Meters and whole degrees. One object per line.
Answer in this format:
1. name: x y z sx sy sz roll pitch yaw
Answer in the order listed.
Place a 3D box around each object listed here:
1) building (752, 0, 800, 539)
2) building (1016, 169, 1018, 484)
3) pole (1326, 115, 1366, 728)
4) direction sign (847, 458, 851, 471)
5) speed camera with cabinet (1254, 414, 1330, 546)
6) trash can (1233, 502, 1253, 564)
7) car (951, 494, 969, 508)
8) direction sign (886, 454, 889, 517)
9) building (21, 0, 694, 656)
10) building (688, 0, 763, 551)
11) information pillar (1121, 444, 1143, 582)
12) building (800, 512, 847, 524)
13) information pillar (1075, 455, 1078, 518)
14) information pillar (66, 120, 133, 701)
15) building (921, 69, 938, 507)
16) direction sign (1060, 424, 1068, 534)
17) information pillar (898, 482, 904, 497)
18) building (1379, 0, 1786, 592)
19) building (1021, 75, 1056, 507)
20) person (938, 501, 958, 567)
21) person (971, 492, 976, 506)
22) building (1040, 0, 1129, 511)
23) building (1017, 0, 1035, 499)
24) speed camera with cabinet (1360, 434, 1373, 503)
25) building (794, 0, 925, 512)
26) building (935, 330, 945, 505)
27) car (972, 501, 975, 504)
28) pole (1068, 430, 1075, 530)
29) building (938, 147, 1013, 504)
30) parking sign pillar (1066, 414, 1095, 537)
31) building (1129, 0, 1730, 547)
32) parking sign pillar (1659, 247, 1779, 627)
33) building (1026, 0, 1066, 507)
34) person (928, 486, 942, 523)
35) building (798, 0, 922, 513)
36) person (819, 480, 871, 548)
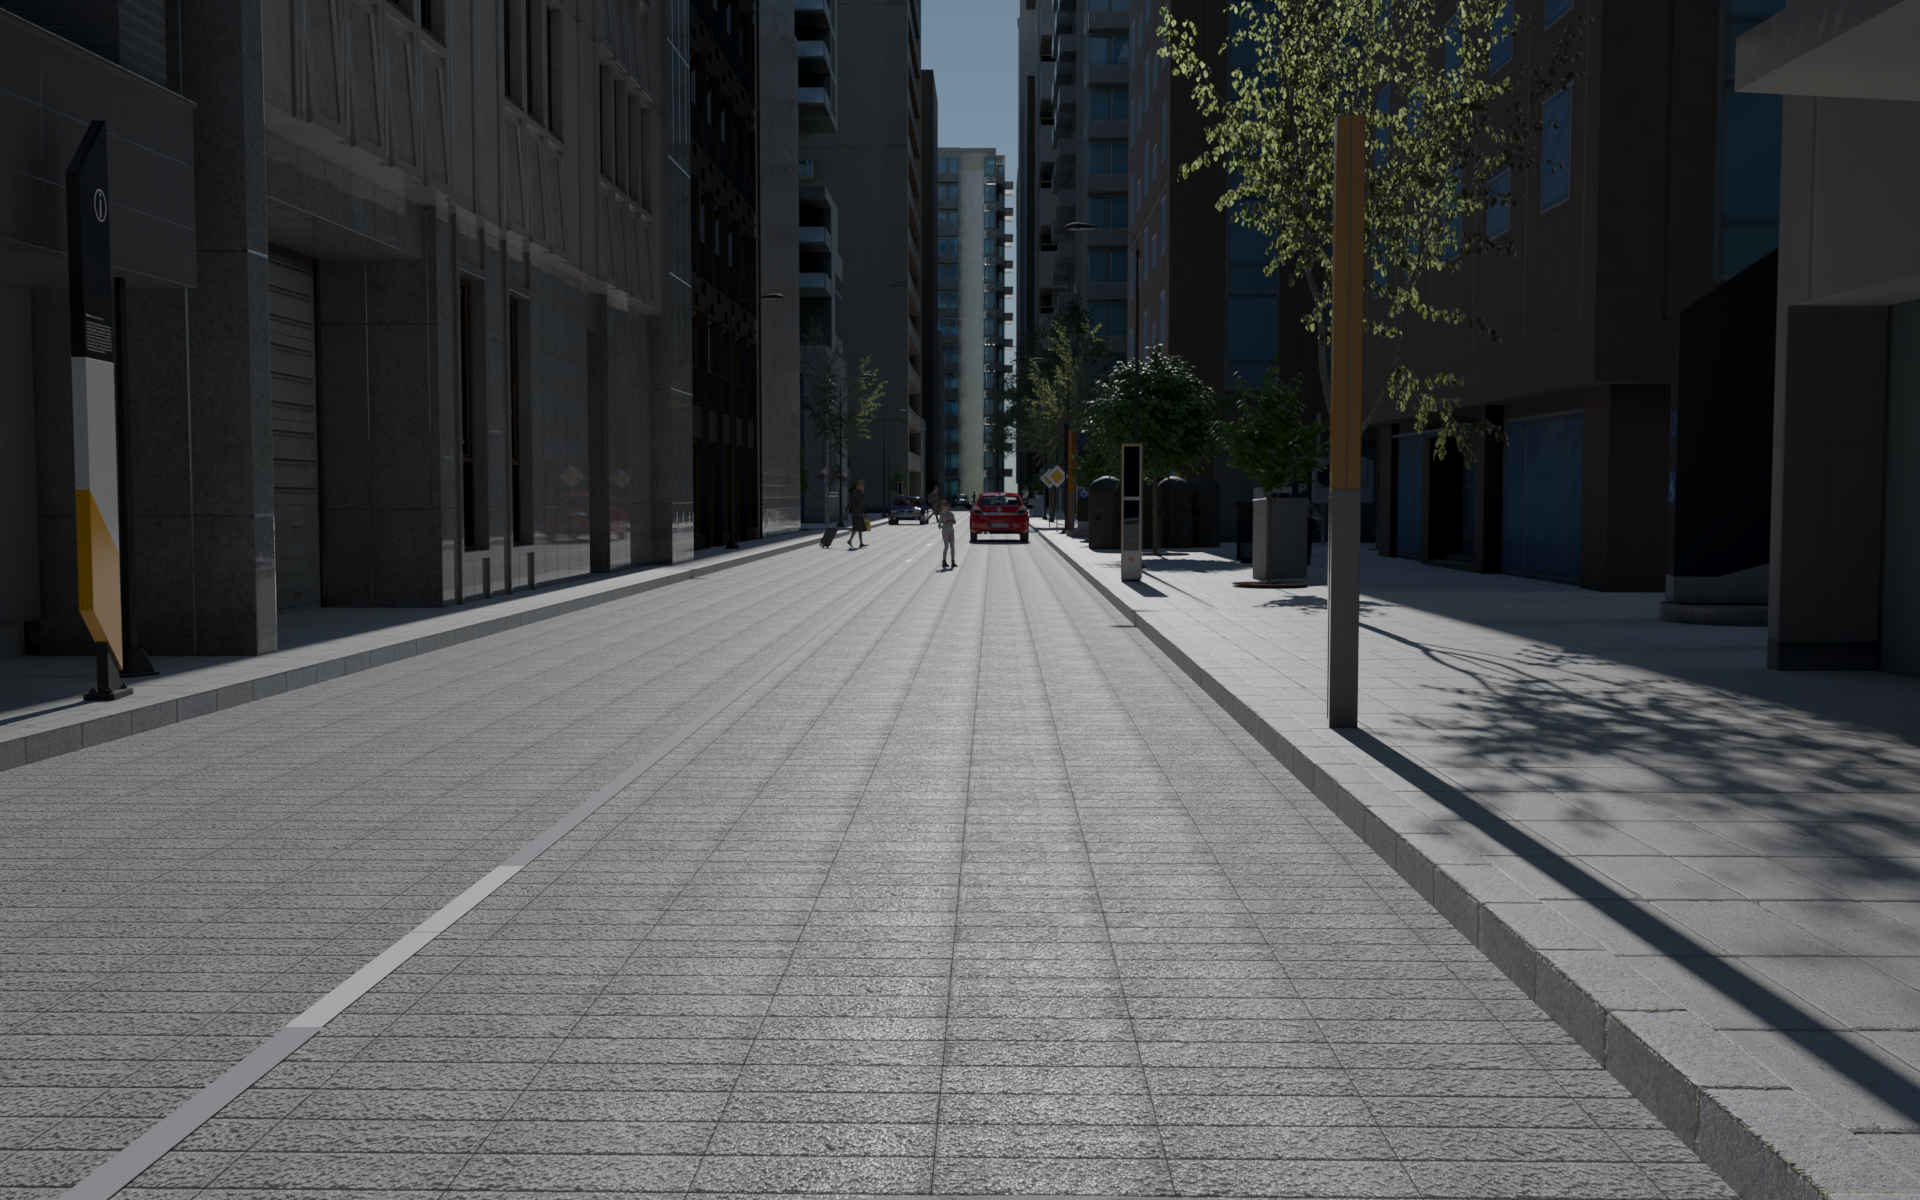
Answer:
1. building: -13.981 -12.171 53.748 16.860 20.320 10.420 0 4 1
2. building: 14.675 -35.584 231.914 14.200 45.320 14.600 0 4 1
3. pole: 2.110 -0.956 9.472 0.158 3.312 0.155 0 3 0
4. direction sign: -7.161 -7.172 109.256 0.379 3.537 0.876 2 4 33
5. speed camera with cabinet: 8.224 -2.936 42.334 2.038 3.252 0.660 -1 4 -16
6. trash can: 5.441 -1.254 32.152 0.748 1.137 0.748 0 3 0
7. car: 0.022 -10.286 176.972 1.959 1.807 4.718 0 4 2
8. direction sign: -4.066 -6.533 98.819 0.379 3.537 0.876 0 4 -1
9. building: -11.363 -12.536 22.994 12.078 24.808 19.932 0 4 1
10. building: -11.929 -12.919 40.902 12.332 23.373 15.834 0 4 1
11. information pillar: 2.518 -1.277 25.369 0.304 2.012 0.304 1 4 8
12. building: -16.626 -47.443 88.361 22.319 86.520 31.000 0 4 1
13. information pillar: 6.381 -6.145 91.827 0.504 3.616 0.183 0 4 -7
14. information pillar: -5.354 -1.185 10.722 0.183 3.616 0.504 0 4 -7
15. building: -9.414 -32.418 180.142 14.600 45.320 14.200 0 4 1
16. direction sign: 3.418 -3.917 56.040 0.379 3.537 0.876 1 4 11
17. information pillar: -3.529 -6.063 103.621 0.304 2.012 0.304 1 4 16
18. building: 15.103 -23.098 27.759 14.600 45.320 14.200 0 4 1
19. building: 13.816 -32.551 182.323 14.600 45.320 14.200 0 4 1
20. person: -0.214 -1.300 34.039 0.394 1.301 0.425 3 5 41
21. person: 1.610 -12.084 206.904 0.721 1.723 1.217 2 4 28
22. building: 18.044 -30.986 126.236 23.786 49.044 30.456 0 4 1
23. building: 17.285 -40.444 203.255 21.231 58.520 28.212 0 4 1
24. speed camera with cabinet: 10.837 -3.042 44.073 2.038 3.252 0.660 0 4 6
25. building: -14.126 -51.605 156.417 22.319 86.520 31.000 0 4 1
26. building: -16.607 -22.055 205.634 28.899 21.520 27.650 0 4 1
27. car: 1.669 -4.938 92.534 2.131 1.459 4.920 0 4 3
28. pole: 3.539 -3.741 55.007 0.158 3.312 0.155 0 3 0
29. building: -8.002 -37.775 237.228 30.456 49.044 23.786 0 4 1
30. parking sign pillar: 3.929 -3.902 52.272 1.447 3.967 1.447 1 4 20
31. building: 12.476 -24.520 51.015 14.600 45.320 14.200 0 4 1
32. parking sign pillar: 7.828 -1.765 17.336 1.447 3.967 1.447 1 4 12
33. building: 20.641 -34.961 160.857 28.713 52.752 27.495 0 4 1
34. person: -1.287 -4.798 86.912 0.822 1.834 0.622 0 4 -2
35. building: -13.849 -30.581 123.708 21.300 48.544 21.600 0 4 1
36. person: -3.061 -2.310 46.479 1.509 1.804 0.699 -2 4 -26
